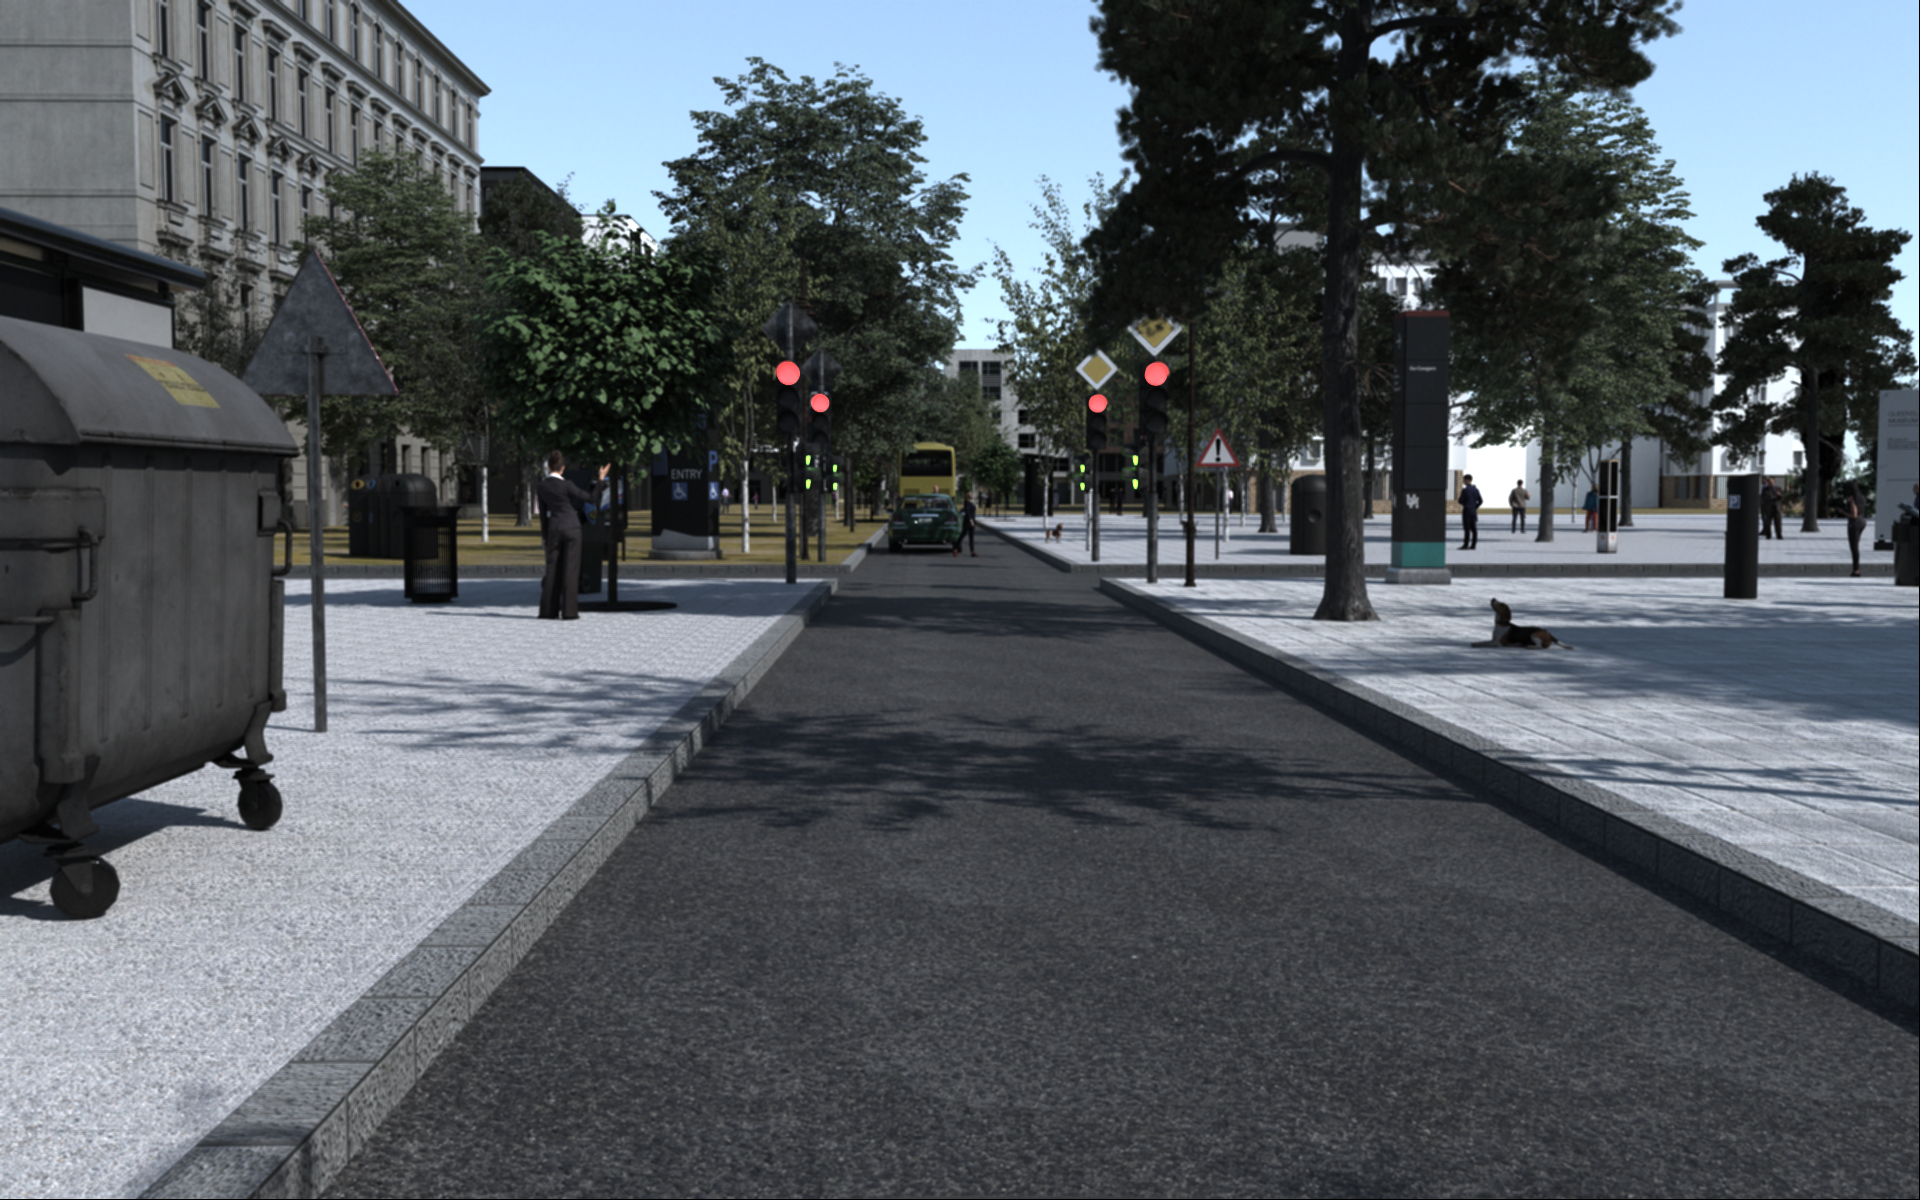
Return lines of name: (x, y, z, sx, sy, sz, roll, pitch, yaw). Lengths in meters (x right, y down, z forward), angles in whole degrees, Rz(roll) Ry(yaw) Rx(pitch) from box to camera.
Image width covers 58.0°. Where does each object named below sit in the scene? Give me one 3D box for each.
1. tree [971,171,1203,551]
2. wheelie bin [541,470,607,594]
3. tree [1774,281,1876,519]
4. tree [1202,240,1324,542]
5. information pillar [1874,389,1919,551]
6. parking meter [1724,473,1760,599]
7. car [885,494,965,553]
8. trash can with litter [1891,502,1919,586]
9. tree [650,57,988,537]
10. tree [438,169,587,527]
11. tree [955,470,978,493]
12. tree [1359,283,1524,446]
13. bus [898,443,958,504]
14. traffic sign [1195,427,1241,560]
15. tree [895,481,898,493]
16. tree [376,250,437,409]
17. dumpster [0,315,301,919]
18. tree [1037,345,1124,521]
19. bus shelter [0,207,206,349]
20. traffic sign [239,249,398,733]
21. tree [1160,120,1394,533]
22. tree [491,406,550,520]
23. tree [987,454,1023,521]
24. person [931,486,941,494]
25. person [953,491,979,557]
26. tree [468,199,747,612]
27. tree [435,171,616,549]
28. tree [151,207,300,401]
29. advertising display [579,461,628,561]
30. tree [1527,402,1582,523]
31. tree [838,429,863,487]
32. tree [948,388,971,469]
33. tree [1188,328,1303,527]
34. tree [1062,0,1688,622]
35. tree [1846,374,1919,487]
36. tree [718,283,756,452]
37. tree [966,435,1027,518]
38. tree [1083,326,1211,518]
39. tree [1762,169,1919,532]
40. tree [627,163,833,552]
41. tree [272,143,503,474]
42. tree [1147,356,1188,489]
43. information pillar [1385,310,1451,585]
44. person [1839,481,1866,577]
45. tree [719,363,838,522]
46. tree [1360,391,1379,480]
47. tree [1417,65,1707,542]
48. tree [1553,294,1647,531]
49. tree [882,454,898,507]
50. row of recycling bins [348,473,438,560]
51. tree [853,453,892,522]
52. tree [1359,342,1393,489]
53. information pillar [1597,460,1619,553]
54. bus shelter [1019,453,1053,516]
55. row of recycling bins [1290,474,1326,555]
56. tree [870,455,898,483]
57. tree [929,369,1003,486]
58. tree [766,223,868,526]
tree: (2.689, -5.412, 38.853, 4.737, 8.622, 4.395, 0, 3, 0)
wheelie bin: (-5.036, -0.893, 22.507, 0.980, 1.594, 0.693, 2, 4, 24)
tree: (48.646, -11.310, 86.732, 13.155, 14.587, 18.604, -3, 5, -42)
tree: (7.273, -5.867, 46.294, 4.737, 8.622, 4.395, 0, 3, 0)
information pillar: (21.517, -2.910, 38.902, 1.656, 3.620, 0.184, 2, 4, 25)
parking meter: (9.610, -0.787, 21.283, 0.372, 1.533, 0.369, 0, 3, 0)
car: (-0.841, -1.951, 43.702, 2.131, 1.459, 4.920, 0, 3, 0)
trash can with litter: (13.522, -0.774, 24.043, 1.055, 1.170, 0.624, 3, 5, 39)
tree: (-4.321, -8.857, 51.467, 9.857, 13.997, 8.962, 0, 3, 0)
tree: (-17.177, -9.858, 68.595, 7.806, 13.903, 7.818, 0, 3, 0)
tree: (0.381, -8.772, 138.031, 1.663, 3.219, 1.824, 0, 3, 0)
tree: (18.592, -8.135, 67.428, 7.601, 10.594, 8.767, 0, 4, 5)
bus: (-1.515, -5.524, 81.869, 2.896, 3.916, 12.252, 0, 4, 0)
traffic sign: (5.032, -2.070, 33.842, 0.884, 2.594, 0.081, 0, 3, 0)
tree: (-7.112, -11.543, 183.331, 1.663, 3.219, 1.824, 0, 3, 0)
tree: (-13.022, -5.872, 46.367, 4.360, 8.622, 3.978, 0, 3, 0)
dumpster: (-3.168, -0.006, 5.858, 1.264, 1.857, 1.865, 0, 4, -1)
tree: (5.790, -8.086, 82.573, 4.360, 8.622, 3.978, 0, 3, 0)
bus shelter: (-7.933, -2.079, 11.623, 2.179, 5.291, 8.768, 0, 4, -1)
traffic sign: (-3.443, -0.566, 9.257, 0.884, 2.594, 0.081, 0, 4, 1)
tree: (10.027, -9.172, 57.387, 7.806, 13.903, 7.818, 0, 3, 0)
tree: (-21.236, -8.234, 84.992, 4.737, 8.622, 4.395, 0, 3, 0)
tree: (2.152, -5.422, 83.249, 1.663, 3.219, 1.824, 0, 3, 0)
person: (-0.913, -3.559, 67.236, 0.990, 1.755, 0.434, 0, 4, -4)
person: (0.126, -1.747, 39.612, 0.613, 1.512, 0.480, 0, 4, 4)
tree: (-3.942, -2.180, 19.354, 4.285, 4.588, 4.351, 0, 3, 0)
tree: (-9.671, -5.490, 40.122, 4.360, 8.622, 3.978, 0, 3, 0)
tree: (-19.500, -5.820, 45.527, 4.360, 8.622, 3.978, 0, 3, 0)
advertising display: (-6.840, -1.715, 33.253, 0.974, 1.923, 0.123, 1, 4, 18)
tree: (27.452, -7.771, 77.411, 4.360, 8.622, 3.978, 0, 3, 0)
tree: (-6.029, -8.409, 87.848, 4.360, 8.622, 3.978, 0, 3, 0)
tree: (1.136, -10.346, 119.513, 4.737, 8.622, 4.395, 0, 3, 0)
tree: (11.010, -7.139, 67.085, 4.360, 8.622, 3.978, 0, 3, 0)
tree: (3.889, -5.833, 17.425, 6.751, 12.117, 7.091, 0, 3, 0)
tree: (47.191, -6.594, 70.713, 20.602, 7.101, 11.467, -1, 4, -23)
tree: (-13.920, -11.008, 87.406, 7.806, 13.903, 7.818, 0, 3, 0)
tree: (2.099, -6.750, 94.077, 4.285, 4.588, 4.351, 0, 3, 0)
tree: (10.114, -10.238, 93.140, 9.928, 11.665, 9.643, 0, 3, 0)
tree: (28.697, -8.319, 58.076, 6.751, 12.117, 7.091, 0, 3, 0)
tree: (-4.960, -5.350, 37.842, 4.737, 8.622, 4.395, 0, 3, 0)
tree: (-18.223, -8.471, 56.622, 7.486, 12.596, 7.792, 0, 3, 0)
tree: (11.066, -8.233, 84.965, 4.360, 8.622, 3.978, 0, 3, 0)
information pillar: (6.573, -2.165, 24.770, 0.750, 3.857, 0.750, 0, 4, 0)
person: (14.854, -1.156, 28.863, 0.415, 1.643, 0.593, 0, 4, 7)
tree: (-8.542, -7.805, 77.974, 4.360, 8.622, 3.978, 0, 3, 0)
tree: (23.259, -9.204, 100.854, 4.737, 8.622, 4.395, 0, 3, 0)
tree: (16.017, -7.850, 46.470, 7.486, 12.596, 7.792, 0, 3, 0)
tree: (21.879, -6.700, 59.912, 4.737, 8.622, 4.395, 0, 3, 0)
tree: (-6.205, -15.300, 168.283, 7.486, 12.596, 7.792, 0, 3, 0)
row of recycling bins: (-11.519, -1.719, 35.225, 1.069, 1.692, 3.534, -3, 4, -36)
tree: (-4.236, -5.197, 79.571, 1.663, 3.219, 1.824, 0, 3, 0)
tree: (20.354, -7.978, 80.798, 4.360, 8.622, 3.978, 0, 3, 0)
information pillar: (14.049, -2.022, 37.555, 0.304, 2.012, 0.304, -2, 4, -30)
bus shelter: (4.492, -6.785, 102.210, 1.731, 3.624, 6.357, 0, 4, -1)
row of recycling bins: (7.904, -1.877, 37.796, 1.069, 1.692, 3.534, 1, 4, 20)
tree: (-6.116, -11.015, 130.461, 4.737, 8.622, 4.395, 0, 3, 0)
tree: (0.291, -14.666, 157.922, 7.486, 12.596, 7.792, 0, 3, 0)
tree: (-4.493, -8.964, 68.619, 6.751, 12.117, 7.091, 0, 3, 0)
